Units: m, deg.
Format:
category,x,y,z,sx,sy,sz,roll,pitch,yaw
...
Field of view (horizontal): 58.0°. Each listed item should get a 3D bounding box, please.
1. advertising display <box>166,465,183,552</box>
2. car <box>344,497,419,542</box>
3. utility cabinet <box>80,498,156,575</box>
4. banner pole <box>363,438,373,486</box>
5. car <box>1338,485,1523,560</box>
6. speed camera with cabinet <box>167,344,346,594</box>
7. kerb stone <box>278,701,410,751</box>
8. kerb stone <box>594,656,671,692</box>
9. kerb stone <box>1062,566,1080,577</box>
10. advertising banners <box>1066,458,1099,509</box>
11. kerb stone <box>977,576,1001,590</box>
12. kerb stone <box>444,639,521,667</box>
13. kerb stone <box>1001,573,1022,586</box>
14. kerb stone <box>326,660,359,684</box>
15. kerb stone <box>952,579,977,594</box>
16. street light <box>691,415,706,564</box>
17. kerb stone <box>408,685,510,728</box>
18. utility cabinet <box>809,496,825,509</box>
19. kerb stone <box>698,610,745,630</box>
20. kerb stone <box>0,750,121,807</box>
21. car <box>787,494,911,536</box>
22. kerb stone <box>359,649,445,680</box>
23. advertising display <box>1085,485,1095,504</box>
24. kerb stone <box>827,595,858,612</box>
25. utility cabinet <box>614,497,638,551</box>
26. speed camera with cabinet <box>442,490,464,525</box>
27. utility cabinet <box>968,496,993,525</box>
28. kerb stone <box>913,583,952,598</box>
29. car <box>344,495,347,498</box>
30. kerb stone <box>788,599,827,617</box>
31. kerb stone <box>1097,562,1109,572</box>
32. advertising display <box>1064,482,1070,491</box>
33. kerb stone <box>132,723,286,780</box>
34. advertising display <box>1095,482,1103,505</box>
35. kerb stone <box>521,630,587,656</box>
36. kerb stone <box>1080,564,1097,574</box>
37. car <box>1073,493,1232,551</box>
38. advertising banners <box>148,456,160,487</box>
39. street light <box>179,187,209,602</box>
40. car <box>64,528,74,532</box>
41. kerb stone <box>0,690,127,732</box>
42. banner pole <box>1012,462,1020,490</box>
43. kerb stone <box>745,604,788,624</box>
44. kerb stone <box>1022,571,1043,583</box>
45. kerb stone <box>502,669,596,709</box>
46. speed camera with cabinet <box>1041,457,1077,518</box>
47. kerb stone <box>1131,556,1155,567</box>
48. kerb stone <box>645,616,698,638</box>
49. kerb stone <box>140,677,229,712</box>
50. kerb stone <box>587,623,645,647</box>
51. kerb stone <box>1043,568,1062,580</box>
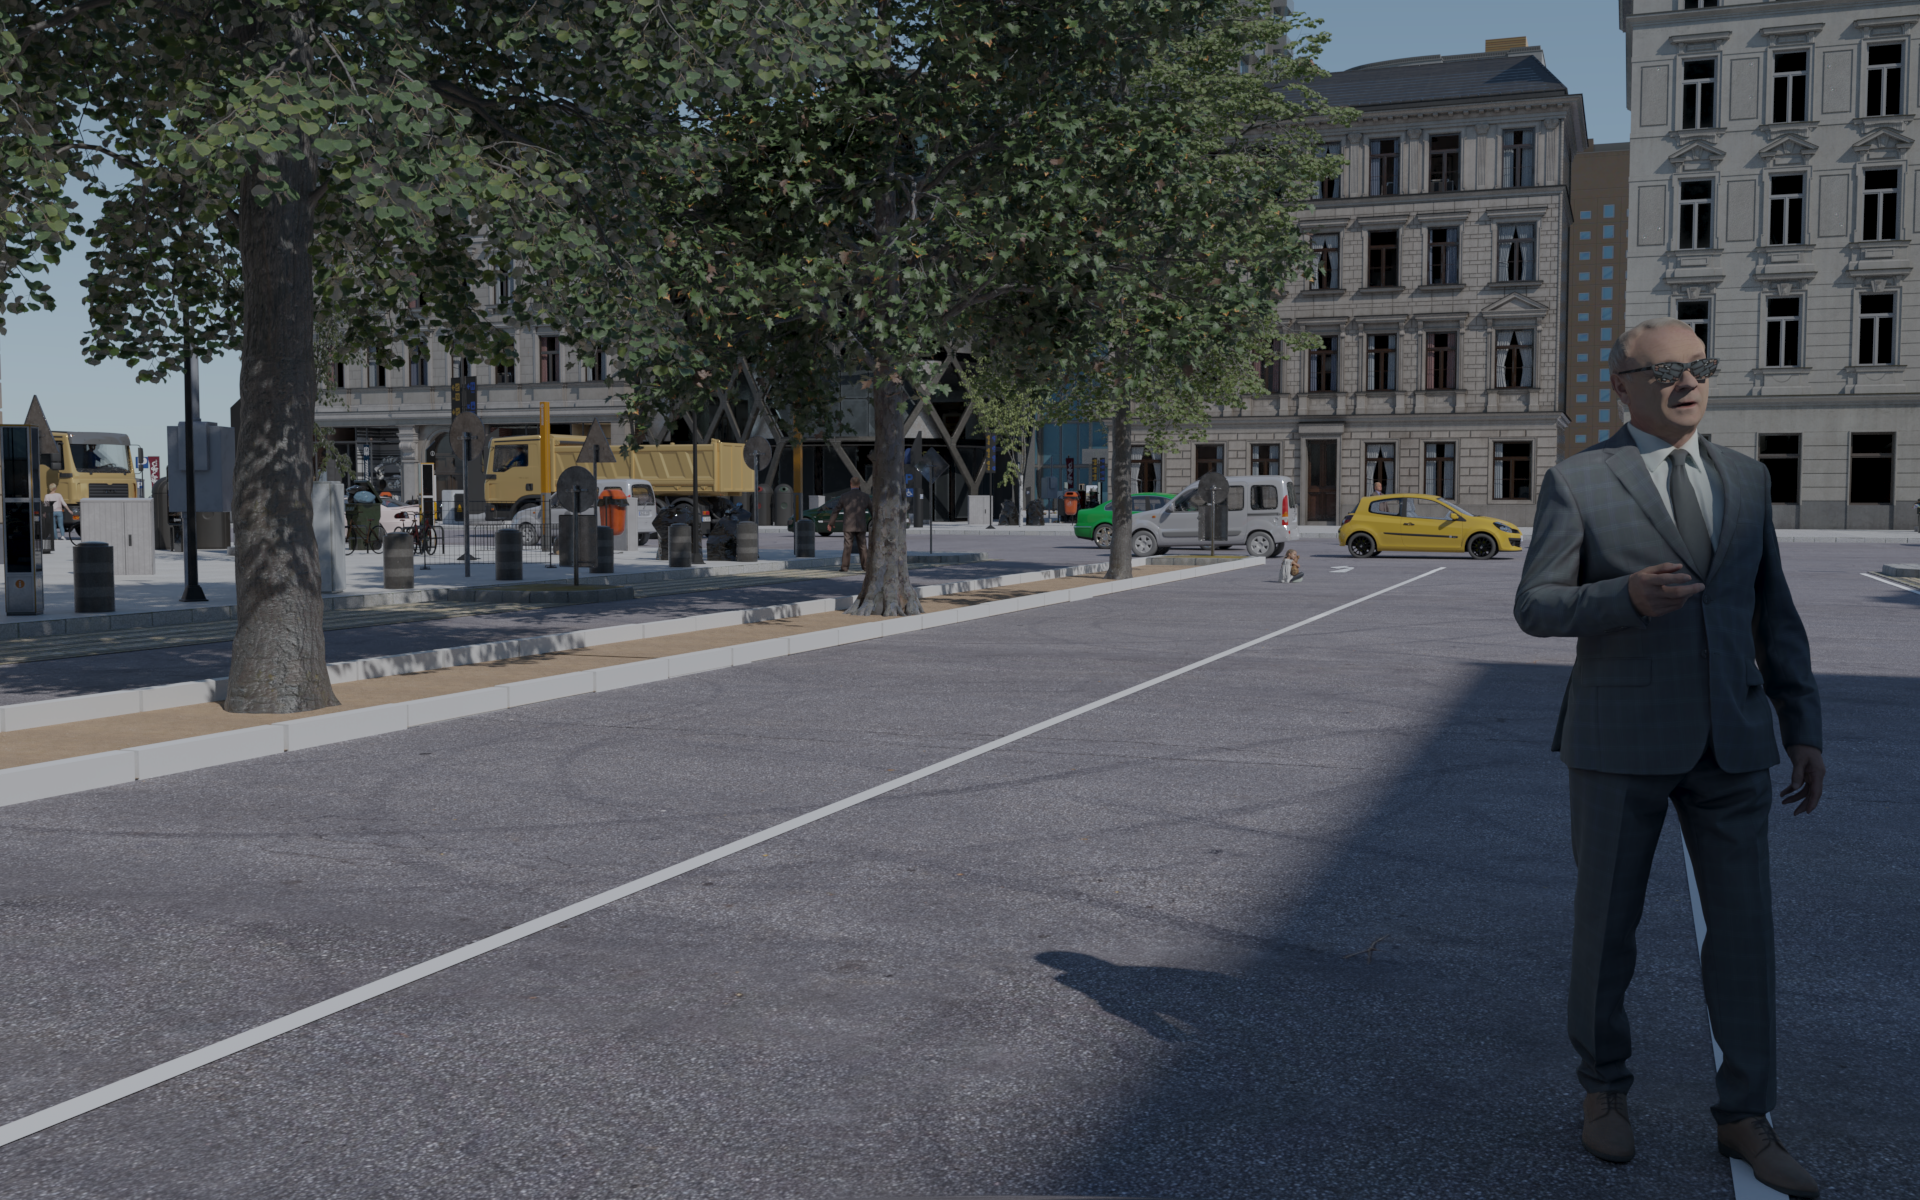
category,x,y,z,sx,sy,sz,roll,pitch,yaw
advertising display,-17.212,-2.016,38.171,0.974,1.923,0.123,3,5,43
car,-18.187,-2.436,52.193,4.827,1.381,2.083,1,4,20
utility cabinet,-13.320,-0.993,27.399,1.020,1.237,0.306,-1,4,-17
banner pole,-26.331,-5.330,77.165,0.401,3.779,0.863,1,4,13
car,10.514,-1.745,38.757,3.980,1.641,2.015,1,4,21
speed camera with cabinet,-9.054,-1.711,22.315,2.038,3.252,0.660,0,4,-4
kerb stone,-3.610,0.738,10.125,0.120,0.150,1.000,1,4,21
kerb stone,-2.502,0.563,12.996,0.120,0.150,1.000,1,4,21
kerb stone,1.832,-0.479,30.022,0.120,0.150,1.000,1,4,21
advertising banners,5.848,-5.309,82.986,2.074,3.025,0.090,3,5,44
kerb stone,0.349,-0.244,26.192,0.120,0.150,1.000,1,4,21
kerb stone,-4.099,0.459,14.699,0.120,0.150,1.000,1,4,21
kerb stone,0.719,-0.303,27.151,0.120,0.150,1.000,1,4,21
kerb stone,-4.842,0.577,12.772,0.120,0.150,1.000,1,4,21
kerb stone,-0.027,-0.184,25.233,0.120,0.150,1.000,1,4,21
street light,-4.333,-3.597,31.349,1.470,5.913,1.316,1,4,21
kerb stone,-3.250,0.686,11.084,0.120,0.150,1.000,1,4,21
utility cabinet,-5.736,-3.570,69.536,0.306,1.237,1.020,-2,4,-26
kerb stone,-2.623,0.226,18.528,0.120,0.150,1.000,1,4,21
kerb stone,-4.358,0.858,8.205,0.120,0.150,1.000,1,4,21
car,-3.715,-2.948,57.993,4.222,1.686,2.009,1,4,21
kerb stone,-4.475,0.518,13.731,0.120,0.150,1.000,1,4,21
advertising display,9.178,-7.078,120.936,0.974,1.923,0.123,-2,4,-27
kerb stone,-1.498,0.048,21.406,0.120,0.150,1.000,1,4,21
utility cabinet,-7.691,-1.728,39.415,0.306,1.237,1.020,-3,4,-39
speed camera with cabinet,-21.146,-4.860,73.800,0.660,3.252,2.038,2,4,27
utility cabinet,0.854,-3.787,73.081,1.020,1.237,0.306,-1,4,-12
kerb stone,-0.390,-0.122,24.275,0.120,0.150,1.000,1,4,21
car,-23.900,-3.362,66.970,4.499,1.417,2.014,1,4,21
kerb stone,-1.870,0.108,20.446,0.120,0.150,1.000,1,4,21
kerb stone,2.576,-0.596,31.939,0.120,0.150,1.000,1,4,21
advertising display,5.885,-5.513,95.353,0.123,1.923,0.974,-1,4,-8
kerb stone,-3.987,0.799,9.161,0.120,0.150,1.000,1,4,21
advertising display,7.377,-5.266,91.307,0.123,1.923,0.974,0,4,-4
kerb stone,-3.727,0.400,15.654,0.120,0.150,1.000,1,4,21
kerb stone,2.197,-0.538,30.987,0.120,0.150,1.000,1,4,21
car,5.347,-2.225,45.167,4.718,1.807,1.959,1,4,23
advertising banners,-36.247,-5.107,79.685,2.074,3.025,0.090,0,4,-7
street light,-8.671,-2.924,20.353,1.470,5.913,1.316,1,4,21
car,-35.057,-3.354,65.064,3.980,1.641,2.015,1,4,21
kerb stone,-5.589,0.694,10.851,0.120,0.150,1.000,1,4,21
banner pole,3.718,-7.866,118.621,0.863,3.779,0.401,0,4,-7
kerb stone,-2.245,0.169,19.484,0.120,0.150,1.000,1,4,21
kerb stone,1.093,-0.360,28.110,0.120,0.150,1.000,1,4,21
kerb stone,-2.882,0.622,12.044,0.120,0.150,1.000,1,4,21
speed camera with cabinet,5.306,-5.987,92.219,2.038,3.252,0.660,-2,4,-34
kerb stone,3.681,-0.770,34.814,0.120,0.150,1.000,1,4,21
kerb stone,-2.985,0.290,17.570,0.120,0.150,1.000,1,4,21
kerb stone,-5.215,0.635,11.805,0.120,0.150,1.000,1,4,21
kerb stone,-3.365,0.341,16.613,0.120,0.150,1.000,1,4,21
kerb stone,1.458,-0.415,29.068,0.120,0.150,1.000,1,4,21
